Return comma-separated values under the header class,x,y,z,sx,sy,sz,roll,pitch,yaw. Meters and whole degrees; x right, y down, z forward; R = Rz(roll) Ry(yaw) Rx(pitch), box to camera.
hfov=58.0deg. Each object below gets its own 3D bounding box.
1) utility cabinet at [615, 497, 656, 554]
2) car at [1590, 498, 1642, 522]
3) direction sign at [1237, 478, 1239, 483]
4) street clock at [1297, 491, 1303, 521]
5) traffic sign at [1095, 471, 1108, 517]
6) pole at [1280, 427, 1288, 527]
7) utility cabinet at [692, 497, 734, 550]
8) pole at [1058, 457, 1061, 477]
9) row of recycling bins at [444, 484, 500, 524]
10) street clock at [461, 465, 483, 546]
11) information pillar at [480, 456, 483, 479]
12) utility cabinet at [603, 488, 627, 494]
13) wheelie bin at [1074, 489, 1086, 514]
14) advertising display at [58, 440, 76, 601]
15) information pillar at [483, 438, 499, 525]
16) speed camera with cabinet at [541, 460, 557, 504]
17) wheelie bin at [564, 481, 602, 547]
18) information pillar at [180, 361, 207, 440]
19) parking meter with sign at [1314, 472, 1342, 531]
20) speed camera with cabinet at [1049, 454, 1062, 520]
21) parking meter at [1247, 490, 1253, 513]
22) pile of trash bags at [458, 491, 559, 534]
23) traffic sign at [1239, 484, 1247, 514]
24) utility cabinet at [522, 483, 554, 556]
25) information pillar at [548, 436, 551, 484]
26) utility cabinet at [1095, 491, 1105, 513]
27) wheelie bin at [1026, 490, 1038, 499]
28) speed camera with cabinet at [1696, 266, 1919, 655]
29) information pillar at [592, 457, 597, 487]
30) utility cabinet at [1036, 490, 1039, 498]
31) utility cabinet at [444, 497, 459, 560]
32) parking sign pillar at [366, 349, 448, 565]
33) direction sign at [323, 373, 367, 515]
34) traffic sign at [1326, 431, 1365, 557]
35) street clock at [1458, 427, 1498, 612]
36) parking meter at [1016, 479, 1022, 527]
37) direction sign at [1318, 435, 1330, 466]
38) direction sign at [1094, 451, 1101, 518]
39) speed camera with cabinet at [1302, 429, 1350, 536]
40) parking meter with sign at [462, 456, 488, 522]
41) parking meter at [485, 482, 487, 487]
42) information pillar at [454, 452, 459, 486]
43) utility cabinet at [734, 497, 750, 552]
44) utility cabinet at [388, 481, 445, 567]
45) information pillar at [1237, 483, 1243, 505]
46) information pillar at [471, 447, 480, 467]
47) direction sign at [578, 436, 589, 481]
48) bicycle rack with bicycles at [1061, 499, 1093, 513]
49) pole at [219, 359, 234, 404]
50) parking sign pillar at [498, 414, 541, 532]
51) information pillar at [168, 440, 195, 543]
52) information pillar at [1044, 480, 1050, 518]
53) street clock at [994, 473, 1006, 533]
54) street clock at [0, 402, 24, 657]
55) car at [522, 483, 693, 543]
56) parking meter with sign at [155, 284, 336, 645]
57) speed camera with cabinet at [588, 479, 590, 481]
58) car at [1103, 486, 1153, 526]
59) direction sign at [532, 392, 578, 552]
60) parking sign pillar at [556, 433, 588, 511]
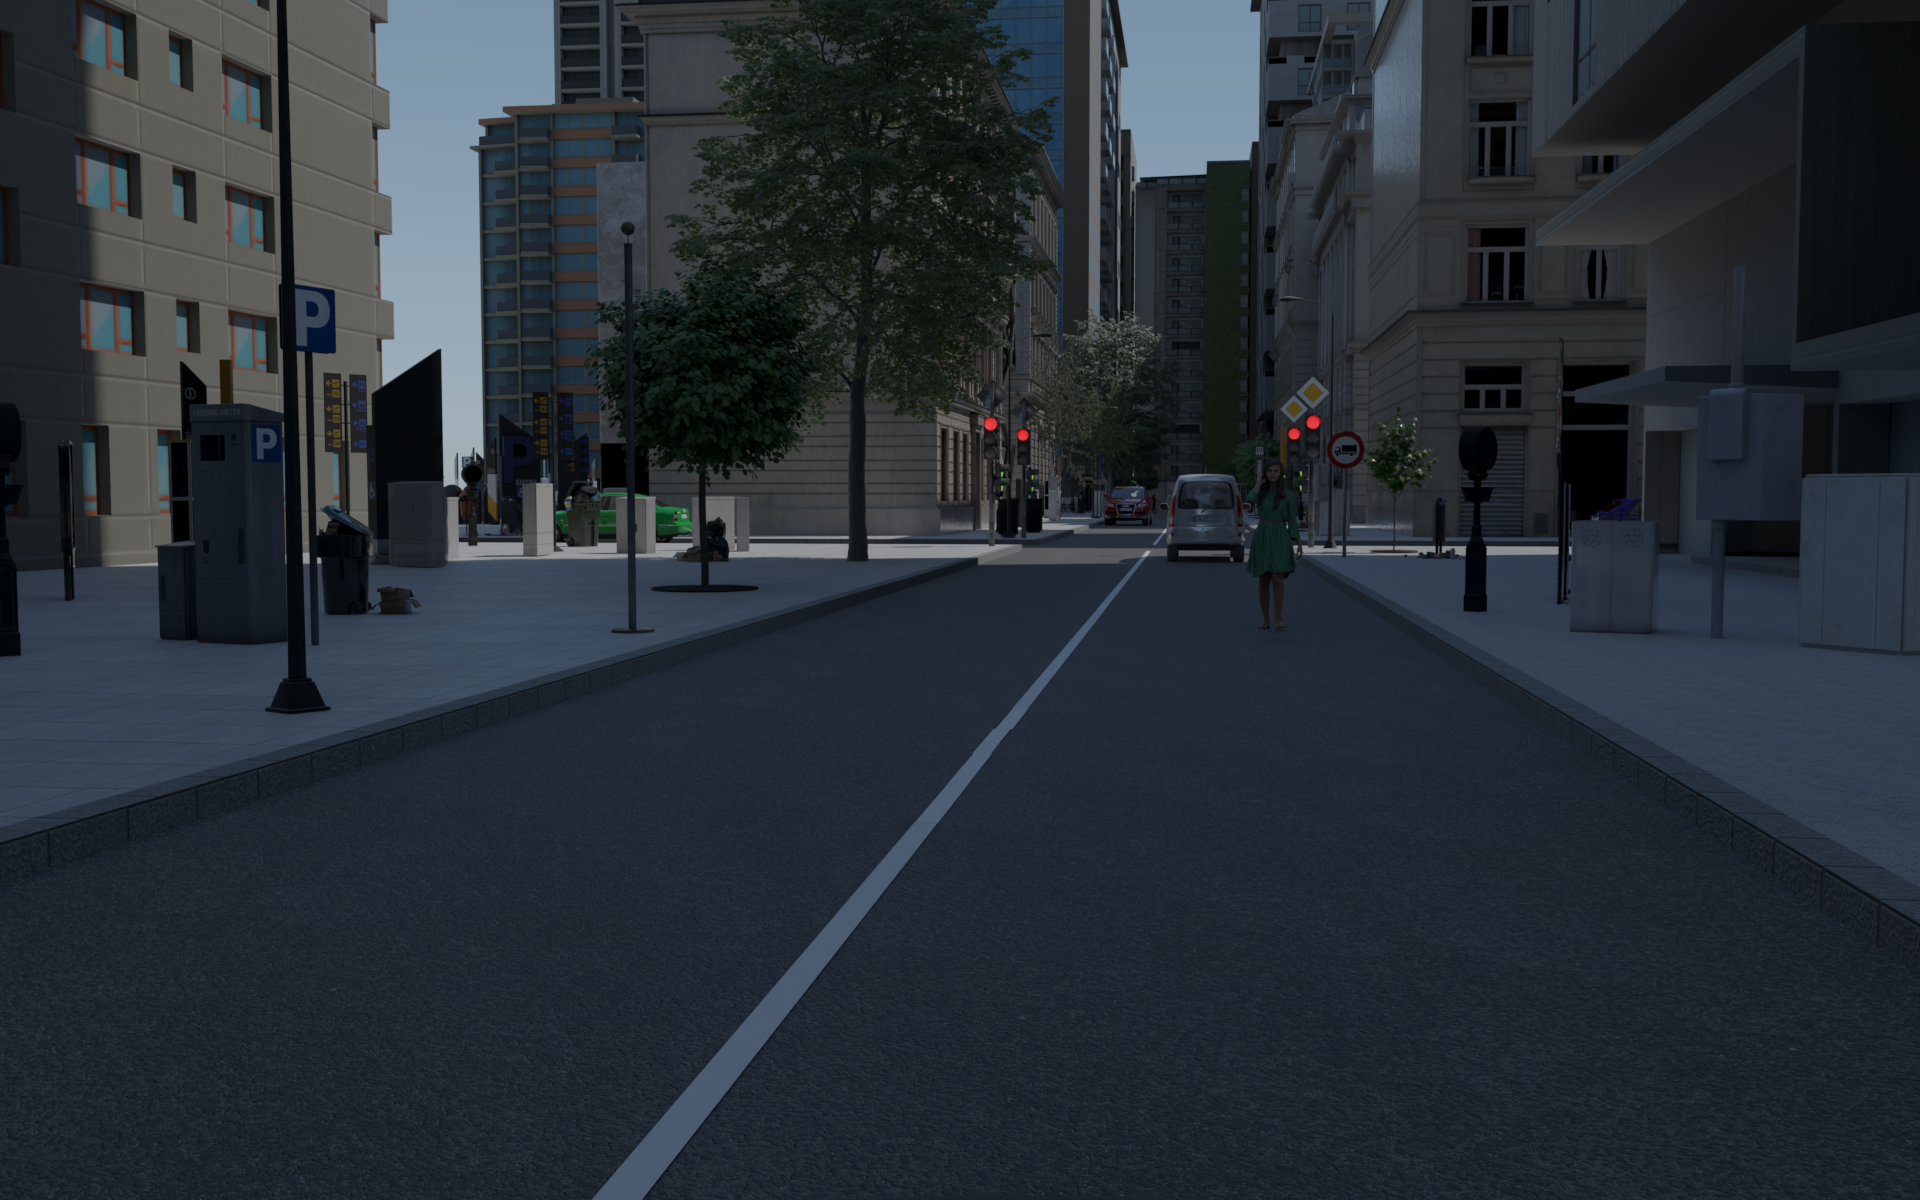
class,x,y,z,sx,sy,sz,roll,pitch,yaw
utility cabinet,-7.030,-1.612,37.519,1.020,1.237,0.306,3,5,41
car,18.117,-1.926,44.070,3.894,1.354,1.945,1,4,9
direction sign,19.064,-7.753,118.757,0.379,3.537,0.876,1,4,12
street clock,16.345,-4.798,83.011,0.358,2.002,0.471,3,4,36
traffic sign,7.692,-5.797,94.778,0.884,2.594,0.081,1,4,11
pole,9.781,-3.579,52.367,0.158,3.312,0.155,0,3,0
utility cabinet,-5.654,-1.746,39.714,0.306,1.237,1.020,3,5,44
pole,5.496,-6.236,95.795,0.158,3.312,0.155,0,3,0
row of recycling bins,-20.599,-4.128,74.599,3.534,1.692,1.069,-3,4,-38
street clock,-12.038,-2.335,42.742,0.471,2.002,0.358,-2,4,-32
information pillar,-26.727,-6.428,96.458,0.504,3.616,0.183,1,4,18
utility cabinet,-12.229,-3.264,62.047,1.173,1.500,0.318,2,4,27
wheelie bin,7.891,-6.472,113.733,0.693,1.594,0.980,-1,4,-18
advertising display,-10.880,-0.973,21.120,0.123,1.923,0.974,-2,4,-25
information pillar,-19.437,-4.934,72.027,0.504,3.616,0.183,2,4,32
speed camera with cabinet,-23.659,-6.527,101.044,2.038,3.252,0.660,-3,4,-36
wheelie bin,-9.163,-2.102,42.275,0.693,1.594,0.980,2,4,35
information pillar,-13.610,-2.413,30.808,0.183,3.616,0.504,2,4,31
parking meter with sign,13.113,-3.975,61.247,1.738,3.016,0.543,-3,4,-37
speed camera with cabinet,4.675,-5.544,84.979,0.660,3.252,2.038,0,4,5
parking meter,19.448,-6.740,115.909,0.399,1.863,0.255,1,4,9
pile of trash bags,-14.421,-2.814,55.758,3.447,1.369,1.912,0,4,0
traffic sign,18.144,-6.716,109.816,0.884,2.594,0.081,1,4,14
utility cabinet,-8.778,-1.671,35.994,0.318,1.500,1.173,0,4,3
information pillar,-16.435,-4.768,69.307,0.183,3.616,0.504,-1,4,-14
utility cabinet,9.442,-6.581,116.283,0.318,1.500,1.173,-1,4,-22
wheelie bin,3.047,-4.131,75.451,0.693,1.594,0.980,-1,4,-15
speed camera with cabinet,7.267,-1.242,14.643,0.660,3.252,2.038,-2,4,-27
information pillar,-23.304,-7.281,110.406,0.183,3.616,0.504,-3,5,-40
utility cabinet,3.579,-4.941,89.466,0.318,1.500,1.173,3,5,40
utility cabinet,-10.118,-1.401,34.064,0.306,1.237,1.020,0,4,-4
parking sign pillar,-10.209,-2.655,31.875,1.447,3.967,1.447,-3,5,-41
direction sign,-11.564,-2.488,32.677,0.379,3.537,0.876,3,5,39
traffic sign,7.794,-2.137,35.052,0.768,2.556,0.104,1,4,13
street clock,5.630,-0.874,18.868,0.358,2.002,0.471,3,5,44
parking meter,2.346,-3.724,66.594,0.255,1.863,0.399,3,5,42
direction sign,13.879,-4.530,66.068,0.379,3.537,0.876,3,5,42
direction sign,7.249,-6.077,91.353,0.379,3.537,0.876,-1,4,-20
speed camera with cabinet,11.246,-3.597,53.151,0.660,3.252,2.038,3,5,41
parking meter with sign,-22.517,-5.175,80.871,0.543,3.016,1.738,1,4,17
parking meter,-23.861,-4.962,86.841,0.255,1.863,0.399,-1,4,-16
information pillar,-28.401,-6.507,97.749,0.183,3.616,0.504,-2,4,-33
utility cabinet,-4.888,-1.704,39.029,0.306,1.237,1.020,0,4,-7
utility cabinet,-9.542,-1.327,30.368,1.173,1.500,0.318,2,4,35
information pillar,18.865,-6.862,116.691,0.304,2.012,0.304,3,5,41
information pillar,-24.343,-5.826,86.615,0.183,3.616,0.504,-2,4,-30
direction sign,-14.965,-4.640,67.854,0.876,3.537,0.379,-1,4,-19
bicycle rack with bicycles,7.706,-6.424,118.415,2.925,0.926,2.852,-1,4,-11
pole,-11.128,-1.989,26.356,0.158,3.312,0.155,0,3,0
parking sign pillar,-14.772,-4.261,58.141,1.447,3.967,1.447,-2,4,-27
information pillar,-10.529,-1.167,23.576,0.304,2.012,0.304,0,4,4
information pillar,4.645,-5.319,91.459,0.304,2.012,0.304,2,4,30
street clock,1.308,-3.257,57.815,0.471,2.002,0.358,-1,4,-8
street clock,-7.581,-0.558,13.688,0.358,2.002,0.471,-3,5,-43
car,-9.886,-2.427,48.480,4.718,1.807,1.959,0,4,7
parking meter with sign,-6.224,-1.144,14.959,1.738,3.016,0.543,2,4,25
speed camera with cabinet,-23.012,-6.643,102.941,2.038,3.252,0.660,2,4,25
car,7.818,-4.363,80.012,2.281,1.827,5.304,1,4,9
direction sign,-9.035,-2.846,38.527,0.876,3.537,0.379,-1,4,-15
parking sign pillar,-16.978,-5.341,75.804,1.447,3.967,1.447,-1,4,-22
